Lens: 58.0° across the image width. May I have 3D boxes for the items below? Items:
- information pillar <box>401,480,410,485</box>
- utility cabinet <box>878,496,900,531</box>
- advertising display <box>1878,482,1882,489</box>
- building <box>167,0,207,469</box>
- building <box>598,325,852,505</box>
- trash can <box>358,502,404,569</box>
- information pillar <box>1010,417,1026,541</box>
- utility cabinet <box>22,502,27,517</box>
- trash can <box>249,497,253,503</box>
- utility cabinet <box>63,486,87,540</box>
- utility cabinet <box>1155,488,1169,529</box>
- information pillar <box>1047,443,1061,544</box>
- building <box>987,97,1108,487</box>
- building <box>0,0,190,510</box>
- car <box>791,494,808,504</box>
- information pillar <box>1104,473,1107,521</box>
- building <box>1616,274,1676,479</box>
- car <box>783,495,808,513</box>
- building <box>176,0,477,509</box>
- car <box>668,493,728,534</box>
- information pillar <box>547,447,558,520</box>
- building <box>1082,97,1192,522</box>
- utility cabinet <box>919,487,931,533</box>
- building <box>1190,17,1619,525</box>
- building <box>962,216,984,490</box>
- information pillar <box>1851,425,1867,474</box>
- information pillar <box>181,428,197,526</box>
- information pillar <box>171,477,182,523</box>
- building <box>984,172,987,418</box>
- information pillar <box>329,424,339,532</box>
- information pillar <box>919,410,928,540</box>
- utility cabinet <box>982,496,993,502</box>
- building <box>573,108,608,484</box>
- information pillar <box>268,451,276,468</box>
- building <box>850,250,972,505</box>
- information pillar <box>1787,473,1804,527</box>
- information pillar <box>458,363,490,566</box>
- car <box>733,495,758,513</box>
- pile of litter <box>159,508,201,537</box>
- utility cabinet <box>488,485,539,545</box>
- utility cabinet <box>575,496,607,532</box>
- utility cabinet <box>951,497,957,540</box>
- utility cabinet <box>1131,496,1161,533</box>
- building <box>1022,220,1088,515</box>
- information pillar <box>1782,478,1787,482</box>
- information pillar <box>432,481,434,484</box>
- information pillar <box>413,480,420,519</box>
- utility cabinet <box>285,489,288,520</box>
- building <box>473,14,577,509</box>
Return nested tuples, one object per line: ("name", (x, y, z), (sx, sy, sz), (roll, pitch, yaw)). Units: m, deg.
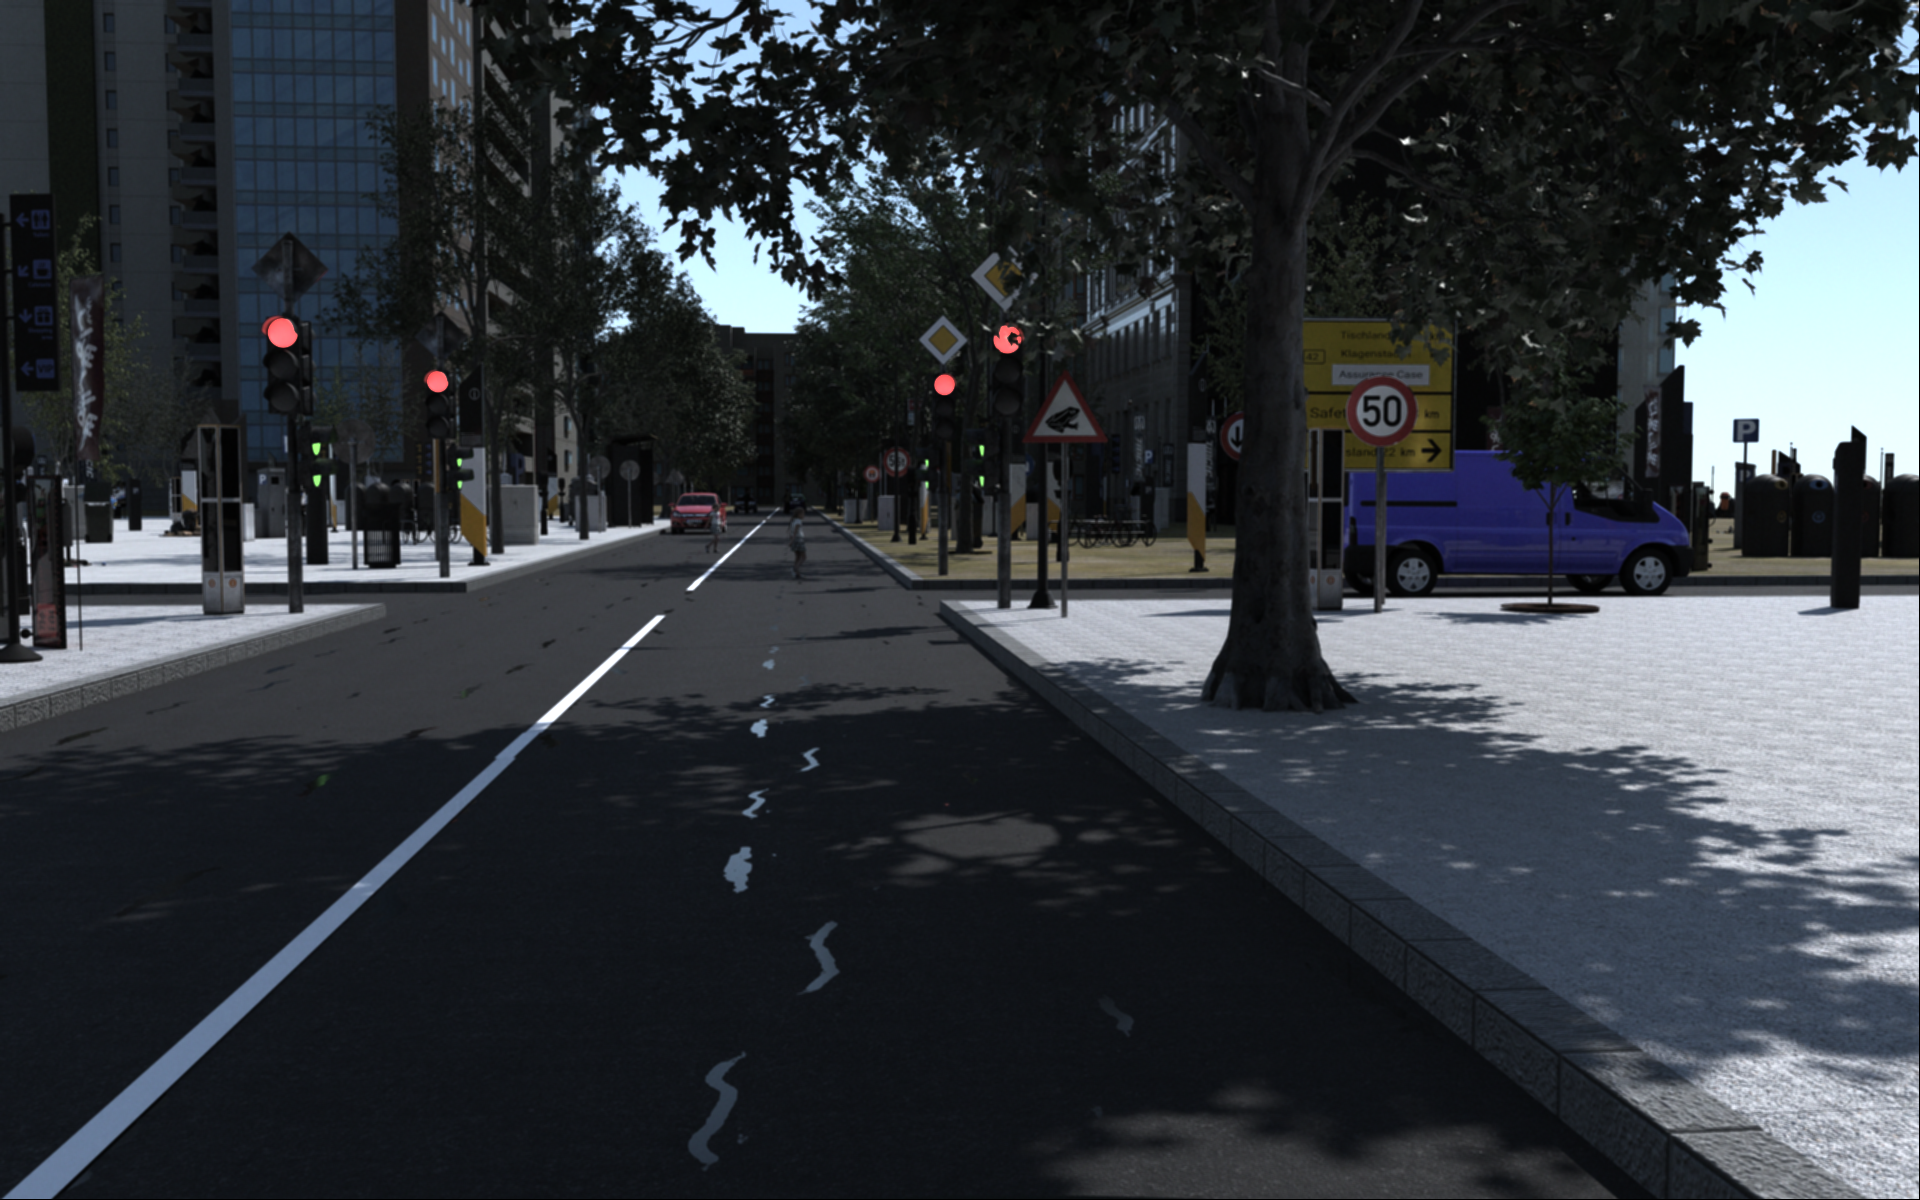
("information pillar", (-28.897, -5.247, 90.282), (0.304, 2.012, 0.304), (2, 4, 25))
("utility cabinet", (-2.518, -3.054, 61.087), (0.306, 1.237, 1.020), (-3, 4, -36))
("advertising display", (46.762, -5.122, 88.953), (0.974, 1.923, 0.123), (2, 4, 29))
("building", (-43.200, -30.612, 124.200), (21.300, 48.544, 21.600), (0, 4, -5))
("building", (-28.139, -22.469, 212.411), (28.899, 21.520, 27.650), (0, 4, -5))
("trash can", (-10.017, -1.122, 30.005), (0.748, 1.137, 0.748), (0, 3, 0))
("information pillar", (1.577, -3.447, 47.709), (0.504, 3.616, 0.183), (-2, 4, -31))
("utility cabinet", (-50.933, -5.233, 94.233), (0.318, 1.500, 1.173), (1, 4, 16))
("trash can", (-33.115, -4.189, 80.145), (0.748, 1.137, 0.748), (0, 3, 0))
("utility cabinet", (-24.580, -2.388, 47.720), (1.173, 1.500, 0.318), (-2, 4, -34))
("utility cabinet", (7.207, -3.357, 63.571), (0.318, 1.500, 1.173), (-2, 4, -27))
("information pillar", (2.380, -3.272, 44.856), (0.504, 3.616, 0.183), (-1, 4, -13))
("building", (9.913, -30.215, 144.124), (14.600, 45.320, 14.200), (0, 4, -5))
("building", (-70.932, -37.019, 147.256), (28.212, 58.520, 21.231), (0, 4, -5))
("car", (-15.384, -9.261, 163.219), (2.131, 1.459, 4.920), (0, 4, -5))
("information pillar", (6.764, -5.595, 82.826), (0.504, 3.616, 0.183), (0, 4, -2))
("building", (48.018, -32.881, 157.218), (30.456, 49.044, 23.786), (0, 4, -5))
("car", (-12.660, -7.369, 133.068), (1.945, 1.354, 3.894), (0, 4, -4))
("building", (-38.145, -27.908, 106.411), (14.600, 45.320, 14.200), (0, 4, -5))
("car", (-9.537, -3.318, 63.289), (2.155, 1.783, 4.494), (0, 4, -4))
("information pillar", (-20.172, -5.768, 85.654), (0.504, 3.616, 0.183), (-1, 4, -15))
("building", (14.250, -17.936, 90.520), (12.463, 27.353, 25.104), (0, 4, -5))
("utility cabinet", (-1.137, -2.949, 56.894), (0.318, 1.500, 1.173), (0, 4, 3))
("building", (17.242, -14.723, 70.403), (12.332, 23.373, 15.834), (0, 4, -5))
("building", (12.021, -32.171, 217.872), (23.993, 40.220, 32.217), (0, 4, -5))
("information pillar", (30.284, -4.104, 58.453), (0.504, 3.616, 0.183), (3, 5, 41))
("information pillar", (-27.295, -4.281, 61.349), (0.504, 3.616, 0.183), (0, 4, -2))
("information pillar", (-34.684, -4.416, 76.697), (0.304, 2.012, 0.304), (3, 5, 39))
("building", (8.964, -29.042, 158.424), (14.154, 41.232, 14.086), (0, 4, -5))
("information pillar", (-21.010, -4.077, 58.020), (0.183, 3.616, 0.504), (-2, 4, -32))
("information pillar", (-1.000, -3.497, 48.526), (0.183, 3.616, 0.504), (1, 4, 13))
("utility cabinet", (0.568, -2.837, 57.540), (1.020, 1.237, 0.306), (1, 4, 16))
("building", (-57.448, -35.884, 206.309), (30.456, 49.044, 23.786), (0, 4, -5))
("information pillar", (-37.605, -6.322, 94.724), (0.504, 3.616, 0.183), (1, 4, 22))
("building", (-6.057, -26.631, 207.118), (14.107, 30.474, 14.160), (0, 4, -5))
("information pillar", (29.845, -3.505, 61.805), (0.304, 2.012, 0.304), (-1, 4, -16))
("information pillar", (-8.723, -2.427, 31.043), (0.504, 3.616, 0.183), (1, 4, 16))
("car", (-16.387, -7.334, 132.486), (1.945, 1.354, 3.894), (0, 4, -6))
("pile of litter", (-23.347, -2.361, 52.568), (1.719, 0.858, 1.176), (0, 4, -6))
("utility cabinet", (-11.139, -2.112, 43.213), (1.173, 1.500, 0.318), (0, 4, 6))
("utility cabinet", (-13.325, -3.145, 62.575), (1.020, 1.237, 0.306), (1, 4, 11))
("utility cabinet", (-0.042, -2.273, 48.317), (0.306, 1.237, 1.020), (1, 4, 9))
("utility cabinet", (6.112, -2.801, 56.959), (1.020, 1.237, 0.306), (-2, 4, -31))
("building", (19.291, -17.029, 123.456), (27.650, 21.520, 28.899), (0, 4, -5))
("information pillar", (38.303, -4.647, 80.475), (0.304, 2.012, 0.304), (2, 4, 28))
("information pillar", (-29.006, -5.591, 95.899), (0.304, 2.012, 0.304), (3, 5, 39))
("information pillar", (-28.013, -5.189, 89.331), (0.304, 2.012, 0.304), (-1, 4, -10))
("utility cabinet", (-32.398, -4.570, 83.398), (1.173, 1.500, 0.318), (1, 4, 9))
("building", (-45.383, -32.179, 149.825), (21.600, 48.544, 21.300), (0, 4, -5))
